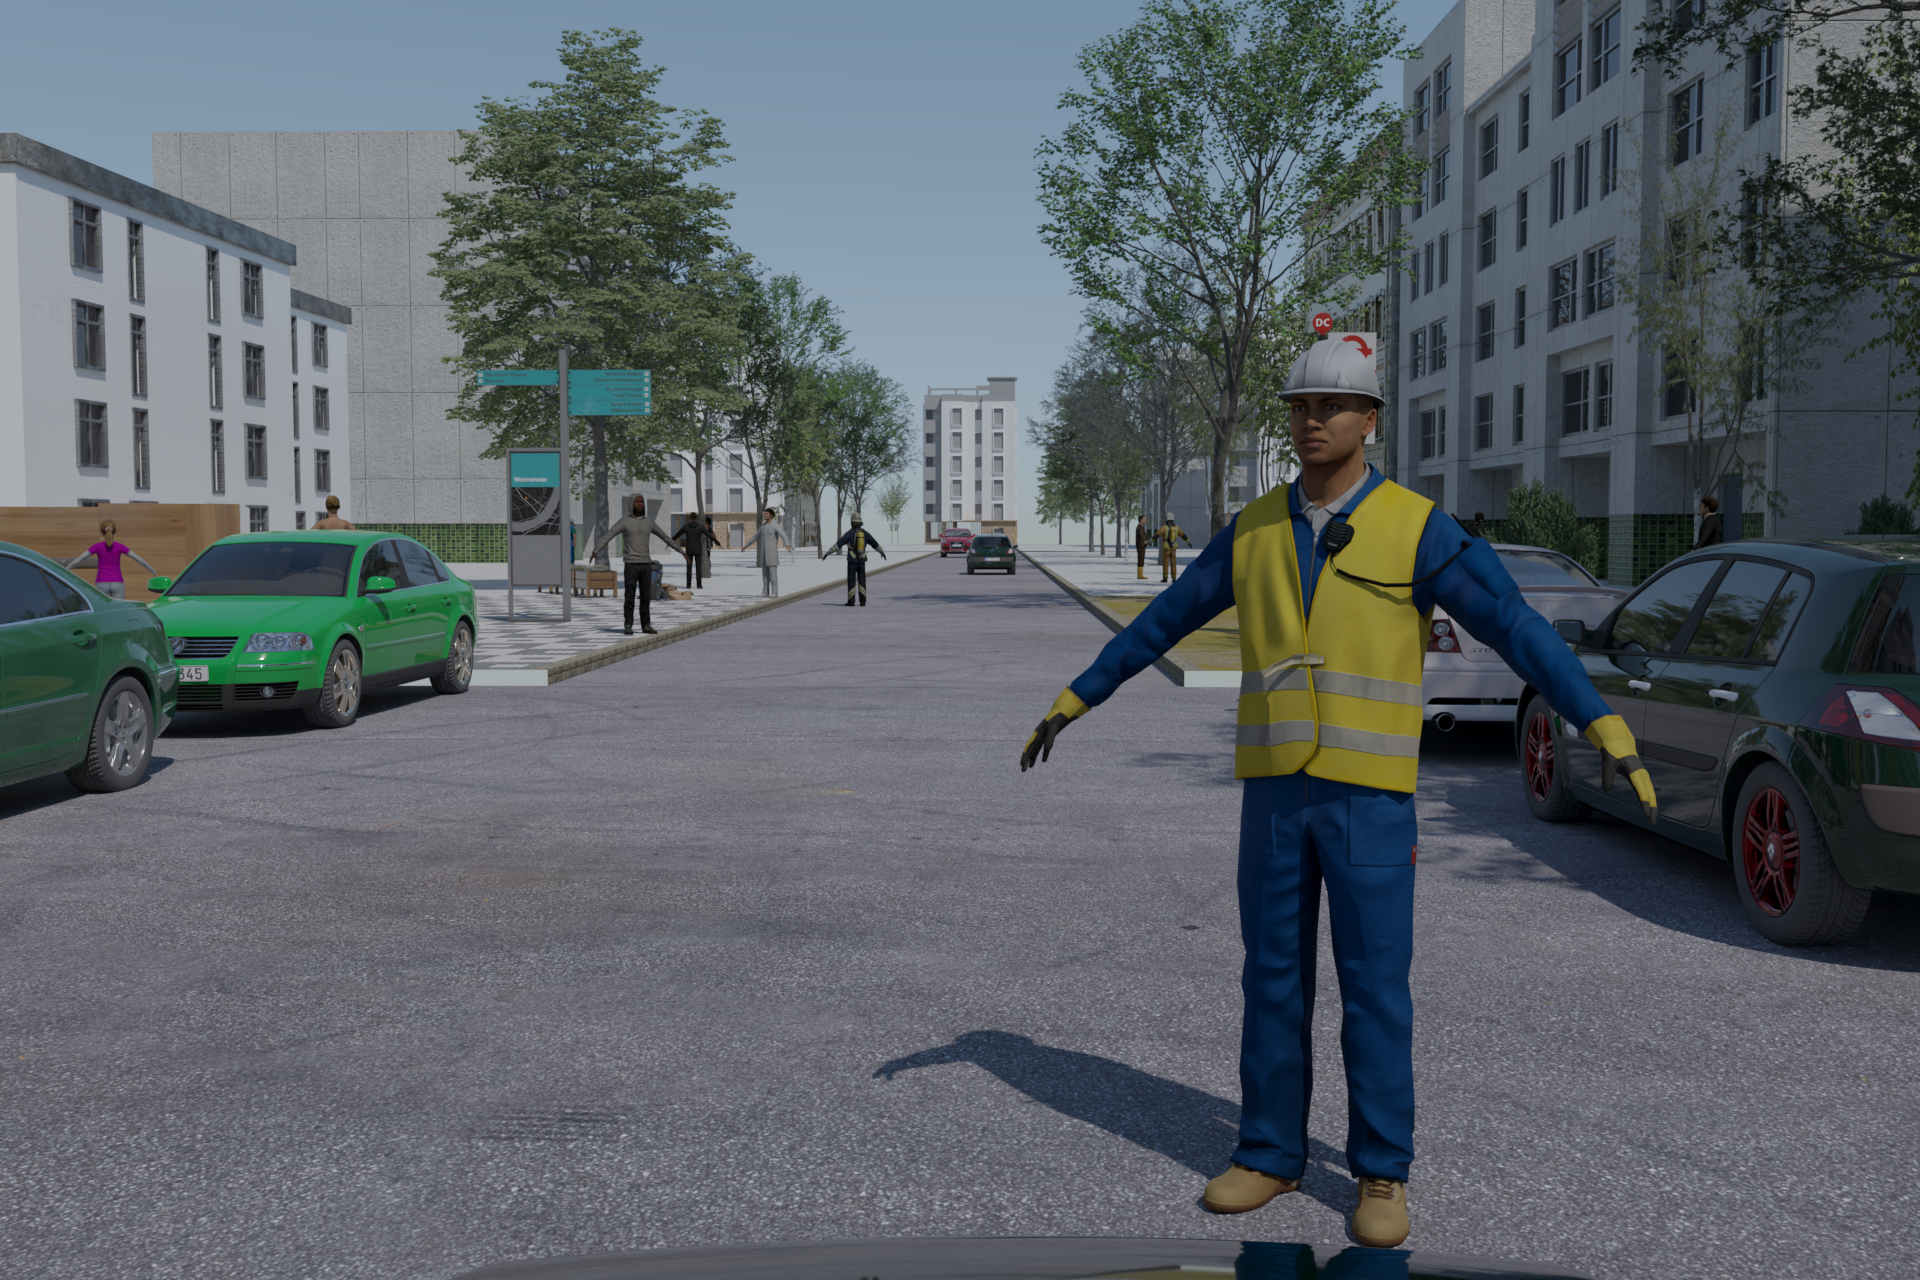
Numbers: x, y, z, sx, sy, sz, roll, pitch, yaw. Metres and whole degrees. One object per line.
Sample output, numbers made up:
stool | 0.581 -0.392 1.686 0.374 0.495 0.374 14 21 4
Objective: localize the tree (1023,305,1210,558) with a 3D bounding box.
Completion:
tree | 8.559 -11.178 93.138 12.009 13.543 11.850 0 3 0

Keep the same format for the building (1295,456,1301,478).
building | 25.949 -9.562 98.493 9.099 9.664 28.070 0 4 1

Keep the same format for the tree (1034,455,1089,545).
tree | 12.611 -17.887 210.576 7.486 12.596 7.792 0 3 0

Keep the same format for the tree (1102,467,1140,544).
tree | 21.145 -18.062 213.447 7.486 12.596 7.792 0 3 0

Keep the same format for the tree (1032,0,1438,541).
tree | 4.909 -6.486 31.806 9.928 11.665 9.643 0 3 0

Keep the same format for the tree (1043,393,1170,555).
tree | 8.785 -10.437 105.053 8.767 10.594 7.601 1 4 17

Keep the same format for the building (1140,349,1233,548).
building | 27.720 -18.796 173.764 16.747 18.905 31.486 0 4 2

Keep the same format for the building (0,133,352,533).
building | -23.805 -6.632 50.573 9.099 9.664 28.070 0 4 2

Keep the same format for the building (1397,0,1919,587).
building | 24.748 -11.201 49.589 16.747 18.905 31.486 0 4 1

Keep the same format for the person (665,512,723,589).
person | -6.230 -2.099 40.546 1.346 1.802 0.704 0 4 -4

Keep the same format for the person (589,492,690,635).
person | -4.118 -0.981 22.165 1.348 1.813 0.705 -2 4 -31

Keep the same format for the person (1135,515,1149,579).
person | 5.171 -2.630 49.132 0.704 1.812 1.346 0 4 -1

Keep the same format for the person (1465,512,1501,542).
person | 10.863 -1.812 36.346 1.216 1.740 0.721 0 4 8

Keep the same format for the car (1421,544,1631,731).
car | 3.559 -0.029 12.837 2.083 1.381 4.827 0 4 0

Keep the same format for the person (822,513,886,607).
person | -2.061 -1.596 34.330 1.354 1.856 0.705 -2 4 -25

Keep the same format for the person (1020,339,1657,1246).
person | 0.758 0.294 3.625 1.349 1.833 0.705 2 4 32

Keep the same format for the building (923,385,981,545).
building | -4.181 -21.672 213.221 11.380 20.090 16.016 0 4 7

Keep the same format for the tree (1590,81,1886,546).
tree | 12.301 -4.814 29.069 4.360 8.622 3.978 0 3 0

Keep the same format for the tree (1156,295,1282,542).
tree | 7.708 -6.343 54.071 4.360 8.622 3.978 0 3 0

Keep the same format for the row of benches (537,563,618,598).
row of benches | -8.108 -1.283 36.438 1.422 0.672 4.104 -2 4 -27

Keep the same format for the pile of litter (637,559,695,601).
pile of litter | -5.806 -1.227 34.033 1.176 0.858 1.719 0 4 0

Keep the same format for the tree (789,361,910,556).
tree | -7.009 -10.826 102.757 9.928 11.665 9.643 0 3 0

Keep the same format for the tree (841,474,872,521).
tree | -12.223 -15.731 207.558 4.360 8.622 3.978 0 3 0

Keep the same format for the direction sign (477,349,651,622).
direction sign | -5.722 -2.261 25.733 2.525 3.948 1.411 0 4 2

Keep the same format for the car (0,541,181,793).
car | -5.587 0.212 8.335 2.131 1.459 4.920 0 4 1

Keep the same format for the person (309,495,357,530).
person | -7.365 -0.827 20.329 1.217 1.733 0.721 -2 4 -30

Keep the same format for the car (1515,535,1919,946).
car | 3.705 0.146 7.402 2.009 1.686 4.222 0 4 1

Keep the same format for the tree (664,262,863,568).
tree | -7.541 -8.560 65.704 9.928 11.665 9.643 0 3 0

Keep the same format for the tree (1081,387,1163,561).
tree | 7.889 -8.005 81.242 4.360 8.622 3.978 0 3 0

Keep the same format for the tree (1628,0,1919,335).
tree | 9.922 -4.904 14.596 8.767 10.594 7.601 -1 4 -14

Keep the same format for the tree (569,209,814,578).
tree | -7.734 -7.075 50.094 7.601 10.594 8.767 0 4 -1

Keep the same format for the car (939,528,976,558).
car | -0.141 -5.998 106.748 2.281 1.827 5.304 0 4 1

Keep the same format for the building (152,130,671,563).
building | -26.747 -13.799 92.071 16.747 18.905 31.486 0 4 1

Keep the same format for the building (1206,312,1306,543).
building | 26.355 -17.850 148.275 16.016 20.090 11.380 0 4 1

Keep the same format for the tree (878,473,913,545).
tree | -7.687 -15.727 207.501 4.737 8.622 4.395 0 3 0

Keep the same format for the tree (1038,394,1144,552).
tree | 9.284 -12.451 121.706 7.486 12.596 7.792 0 3 0

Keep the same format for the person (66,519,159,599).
person | -8.832 -0.533 17.984 0.991 1.433 0.599 -2 4 -30

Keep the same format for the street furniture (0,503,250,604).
street furniture | -12.776 -1.313 28.325 9.812 1.723 11.010 -1 4 -21

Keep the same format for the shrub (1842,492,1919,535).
shrub | 17.440 -1.753 32.704 1.661 2.075 1.752 0 3 0

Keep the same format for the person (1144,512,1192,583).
person | 5.524 -2.446 45.756 1.354 1.858 0.705 -1 4 -14

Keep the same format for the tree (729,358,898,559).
tree | -7.280 -9.450 88.926 8.767 10.594 7.601 -2 4 -24

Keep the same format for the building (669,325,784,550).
building | -21.345 -17.641 144.848 16.016 20.090 11.380 0 4 2

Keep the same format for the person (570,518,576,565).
person | -12.637 -3.051 56.009 0.704 1.817 1.347 -2 4 -32

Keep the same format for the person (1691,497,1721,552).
person | 10.668 -1.137 24.784 0.705 1.806 1.347 2 4 34

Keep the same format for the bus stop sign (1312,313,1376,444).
bus stop sign | 4.587 -1.974 20.975 0.855 3.939 0.416 0 4 1

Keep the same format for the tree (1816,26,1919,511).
tree | 13.524 -4.462 23.324 4.737 8.622 4.395 0 3 0

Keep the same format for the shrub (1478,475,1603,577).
shrub | 7.285 -1.071 21.929 1.690 2.028 1.600 0 3 0

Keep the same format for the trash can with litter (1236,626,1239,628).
trash can with litter | 4.599 -0.712 22.695 1.678 1.210 2.233 0 4 0

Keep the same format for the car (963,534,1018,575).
car | 1.108 -3.202 62.147 2.009 1.686 4.222 0 4 0

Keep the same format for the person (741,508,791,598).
person | -3.879 -1.765 35.045 1.347 1.806 0.705 3 4 38

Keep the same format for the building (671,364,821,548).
building | -24.050 -20.816 171.277 19.493 23.208 18.063 0 4 1

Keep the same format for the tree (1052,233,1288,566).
tree | 8.332 -9.767 70.059 12.009 13.543 11.850 0 3 0

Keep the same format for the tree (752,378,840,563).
tree | -7.335 -7.687 76.038 4.737 8.622 4.395 0 3 0

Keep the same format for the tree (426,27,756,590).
tree | -8.271 -7.399 39.107 7.486 12.596 7.792 0 3 0

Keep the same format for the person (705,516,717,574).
person | -7.922 -2.919 53.869 0.704 1.843 1.345 -3 5 -45

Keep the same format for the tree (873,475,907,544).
tree | -8.144 -16.088 213.402 4.360 8.622 3.978 0 3 0

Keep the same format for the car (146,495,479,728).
car | -5.371 -0.331 14.201 1.959 1.807 4.718 0 4 2

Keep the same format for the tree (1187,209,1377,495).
tree | 7.400 -5.486 40.055 4.737 8.622 4.395 0 3 0

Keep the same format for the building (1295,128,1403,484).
building | 25.714 -14.906 74.634 19.493 23.208 18.063 0 4 1

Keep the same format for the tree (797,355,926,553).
tree | -6.943 -12.690 117.844 12.009 13.543 11.850 0 3 0
